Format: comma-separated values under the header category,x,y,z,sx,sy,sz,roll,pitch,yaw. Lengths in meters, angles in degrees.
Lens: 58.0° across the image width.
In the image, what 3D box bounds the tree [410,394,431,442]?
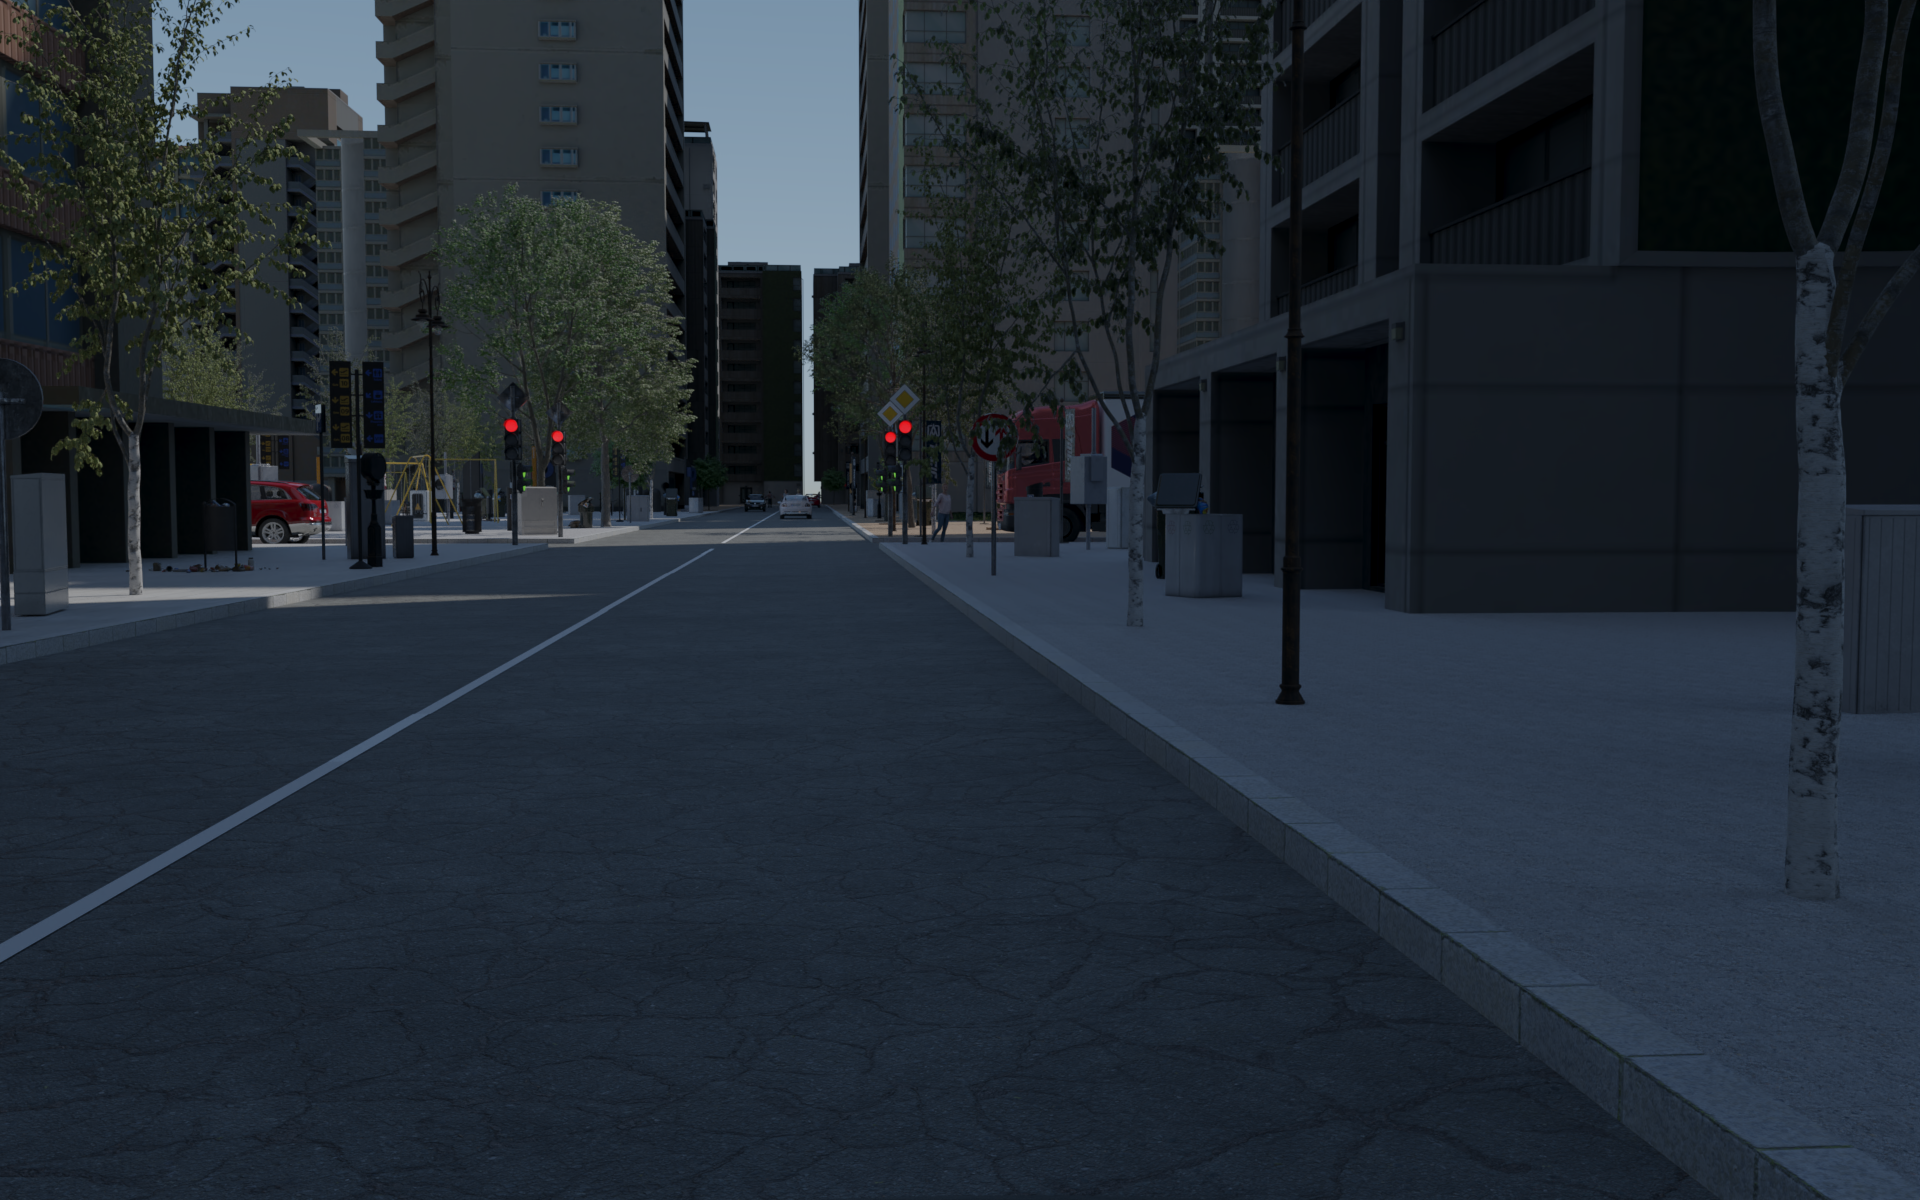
category,x,y,z,sx,sy,sz,roll,pitch,yaw
tree,-35.645,-9.618,107.618,4.737,8.622,4.395,0,3,0

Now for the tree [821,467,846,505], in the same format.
category,x,y,z,sx,sy,sz,roll,pitch,yaw
tree,-14.890,-13.493,204.331,4.285,4.588,4.351,0,3,0

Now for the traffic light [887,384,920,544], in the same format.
category,x,y,z,sx,sy,sz,roll,pitch,yaw
traffic light,-1.428,-3.382,44.220,0.839,4.253,0.868,0,4,-5

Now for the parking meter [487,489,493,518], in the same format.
category,x,y,z,sx,sy,sz,roll,pitch,yaw
parking meter,-25.610,-5.248,94.223,0.372,1.533,0.369,0,3,0

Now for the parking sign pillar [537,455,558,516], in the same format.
category,x,y,z,sx,sy,sz,roll,pitch,yaw
parking sign pillar,-24.285,-6.894,101.192,1.447,3.967,1.447,-2,4,-24

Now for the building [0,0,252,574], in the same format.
category,x,y,z,sx,sy,sz,roll,pitch,yaw
building,-28.743,-22.884,28.776,28.867,44.769,22.147,0,4,-5

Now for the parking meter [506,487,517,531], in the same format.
category,x,y,z,sx,sy,sz,roll,pitch,yaw
parking meter,-15.616,-3.180,60.411,0.372,1.533,0.369,0,3,0

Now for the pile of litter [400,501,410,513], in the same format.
category,x,y,z,sx,sy,sz,roll,pitch,yaw
pile of litter,-36.905,-6.234,115.887,1.719,0.858,1.176,1,4,22

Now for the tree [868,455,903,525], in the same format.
category,x,y,z,sx,sy,sz,roll,pitch,yaw
tree,-2.829,-4.788,72.887,1.663,3.219,1.824,0,3,0

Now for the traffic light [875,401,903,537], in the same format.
category,x,y,z,sx,sy,sz,roll,pitch,yaw
traffic light,-2.122,-3.869,52.176,0.839,4.253,0.868,0,4,-5

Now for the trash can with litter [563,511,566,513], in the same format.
category,x,y,z,sx,sy,sz,roll,pitch,yaw
trash can with litter,-27.557,-6.551,118.165,2.233,1.210,1.678,1,4,22

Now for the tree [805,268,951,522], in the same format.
category,x,y,z,sx,sy,sz,roll,pitch,yaw
tree,-3.540,-9.475,80.669,9.928,11.665,9.643,0,3,0

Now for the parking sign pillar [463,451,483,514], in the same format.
category,x,y,z,sx,sy,sz,roll,pitch,yaw
parking sign pillar,-30.915,-7.431,109.972,1.447,3.967,1.447,2,4,24

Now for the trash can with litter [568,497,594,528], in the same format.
category,x,y,z,sx,sy,sz,roll,pitch,yaw
trash can with litter,-14.232,-3.273,64.900,1.055,1.170,0.624,2,4,25

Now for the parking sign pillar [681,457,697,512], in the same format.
category,x,y,z,sx,sy,sz,roll,pitch,yaw
parking sign pillar,-19.571,-8.400,125.814,1.447,3.967,1.447,1,4,14

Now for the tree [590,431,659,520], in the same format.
category,x,y,z,sx,sy,sz,roll,pitch,yaw
tree,-16.348,-6.182,84.782,4.285,4.588,4.351,0,3,0

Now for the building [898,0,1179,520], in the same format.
category,x,y,z,sx,sy,sz,roll,pitch,yaw
building,3.615,-25.055,93.245,14.154,41.232,14.086,0,4,-5

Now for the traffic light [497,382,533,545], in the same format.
category,x,y,z,sx,sy,sz,roll,pitch,yaw
traffic light,-11.152,-3.330,43.361,0.839,4.253,0.868,0,4,-5

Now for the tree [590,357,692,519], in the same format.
category,x,y,z,sx,sy,sz,roll,pitch,yaw
tree,-16.123,-8.578,90.612,4.737,8.622,4.395,0,3,0

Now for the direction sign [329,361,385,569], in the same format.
category,x,y,z,sx,sy,sz,roll,pitch,yaw
direction sign,-10.283,-2.301,29.615,0.876,3.537,0.379,-1,4,-19

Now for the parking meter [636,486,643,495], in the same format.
category,x,y,z,sx,sy,sz,roll,pitch,yaw
parking meter,-19.414,-6.066,104.886,0.255,1.863,0.399,-3,5,-39

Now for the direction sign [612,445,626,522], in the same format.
category,x,y,z,sx,sy,sz,roll,pitch,yaw
direction sign,-15.625,-5.348,79.441,0.876,3.537,0.379,3,4,38

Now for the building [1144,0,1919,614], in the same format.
category,x,y,z,sx,sy,sz,roll,pitch,yaw
building,14.591,-35.691,21.797,20.563,71.187,20.611,0,4,-5

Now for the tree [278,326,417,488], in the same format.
category,x,y,z,sx,sy,sz,roll,pitch,yaw
tree,-26.628,-7.653,75.488,4.360,8.622,3.978,0,3,0

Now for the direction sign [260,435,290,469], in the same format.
category,x,y,z,sx,sy,sz,roll,pitch,yaw
direction sign,-21.607,-3.834,54.685,0.876,3.537,0.379,0,4,-6

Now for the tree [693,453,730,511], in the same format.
category,x,y,z,sx,sy,sz,roll,pitch,yaw
tree,-19.643,-9.259,135.098,4.285,4.588,4.351,0,3,0

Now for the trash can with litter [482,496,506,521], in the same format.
category,x,y,z,sx,sy,sz,roll,pitch,yaw
trash can with litter,-22.263,-4.318,81.664,1.678,1.210,2.233,-1,4,-22

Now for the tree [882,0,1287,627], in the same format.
category,x,y,z,sx,sy,sz,roll,pitch,yaw
tree,1.596,-4.062,16.784,4.360,8.622,3.978,0,3,0

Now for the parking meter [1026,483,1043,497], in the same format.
category,x,y,z,sx,sy,sz,roll,pitch,yaw
parking meter,1.634,-1.815,38.091,0.372,1.533,0.369,0,3,0

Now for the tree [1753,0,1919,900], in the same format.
category,x,y,z,sx,sy,sz,roll,pitch,yaw
tree,2.718,-3.345,5.046,4.360,8.622,3.978,0,3,0

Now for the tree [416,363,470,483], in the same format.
category,x,y,z,sx,sy,sz,roll,pitch,yaw
tree,-30.007,-9.047,98.277,4.360,8.622,3.978,0,3,0

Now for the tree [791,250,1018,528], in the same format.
category,x,y,z,sx,sy,sz,roll,pitch,yaw
tree,-1.920,-8.038,65.833,8.767,10.594,7.601,-1,4,-18

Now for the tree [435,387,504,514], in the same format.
category,x,y,z,sx,sy,sz,roll,pitch,yaw
tree,-33.138,-10.023,114.244,4.737,8.622,4.395,0,3,0

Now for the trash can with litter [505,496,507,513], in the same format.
category,x,y,z,sx,sy,sz,roll,pitch,yaw
trash can with litter,-30.435,-6.372,115.562,0.624,1.170,1.055,-2,4,-25

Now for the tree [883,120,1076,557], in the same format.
category,x,y,z,sx,sy,sz,roll,pitch,yaw
tree,0.269,-5.185,35.136,4.737,8.622,4.395,0,3,0

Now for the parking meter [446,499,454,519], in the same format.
category,x,y,z,sx,sy,sz,roll,pitch,yaw
parking meter,-26.481,-4.983,89.880,0.372,1.533,0.369,0,3,0

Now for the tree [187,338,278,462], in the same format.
category,x,y,z,sx,sy,sz,roll,pitch,yaw
tree,-34.166,-8.024,81.560,4.360,8.622,3.978,0,3,0

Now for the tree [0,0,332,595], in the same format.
category,x,y,z,sx,sy,sz,roll,pitch,yaw
tree,-10.437,-4.383,22.022,4.737,8.622,4.395,0,3,0

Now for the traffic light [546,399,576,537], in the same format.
category,x,y,z,sx,sy,sz,roll,pitch,yaw
traffic light,-11.845,-3.816,51.316,0.839,4.253,0.868,0,4,-5

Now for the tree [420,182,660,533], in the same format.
category,x,y,z,sx,sy,sz,roll,pitch,yaw
tree,-13.805,-8.040,57.205,9.928,11.665,9.643,0,3,0

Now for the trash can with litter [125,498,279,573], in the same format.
category,x,y,z,sx,sy,sz,roll,pitch,yaw
trash can with litter,-12.698,-1.090,28.875,2.233,1.210,1.678,0,4,-4

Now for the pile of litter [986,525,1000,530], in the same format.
category,x,y,z,sx,sy,sz,roll,pitch,yaw
pile of litter,1.645,-2.916,61.644,1.176,0.858,1.719,-2,4,-30

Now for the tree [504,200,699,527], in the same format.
category,x,y,z,sx,sy,sz,roll,pitch,yaw
tree,-14.300,-9.146,67.658,7.486,12.596,7.792,0,3,0

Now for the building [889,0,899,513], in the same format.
category,x,y,z,sx,sy,sz,roll,pitch,yaw
building,2.503,-28.446,115.209,14.600,45.320,14.200,0,4,-5
